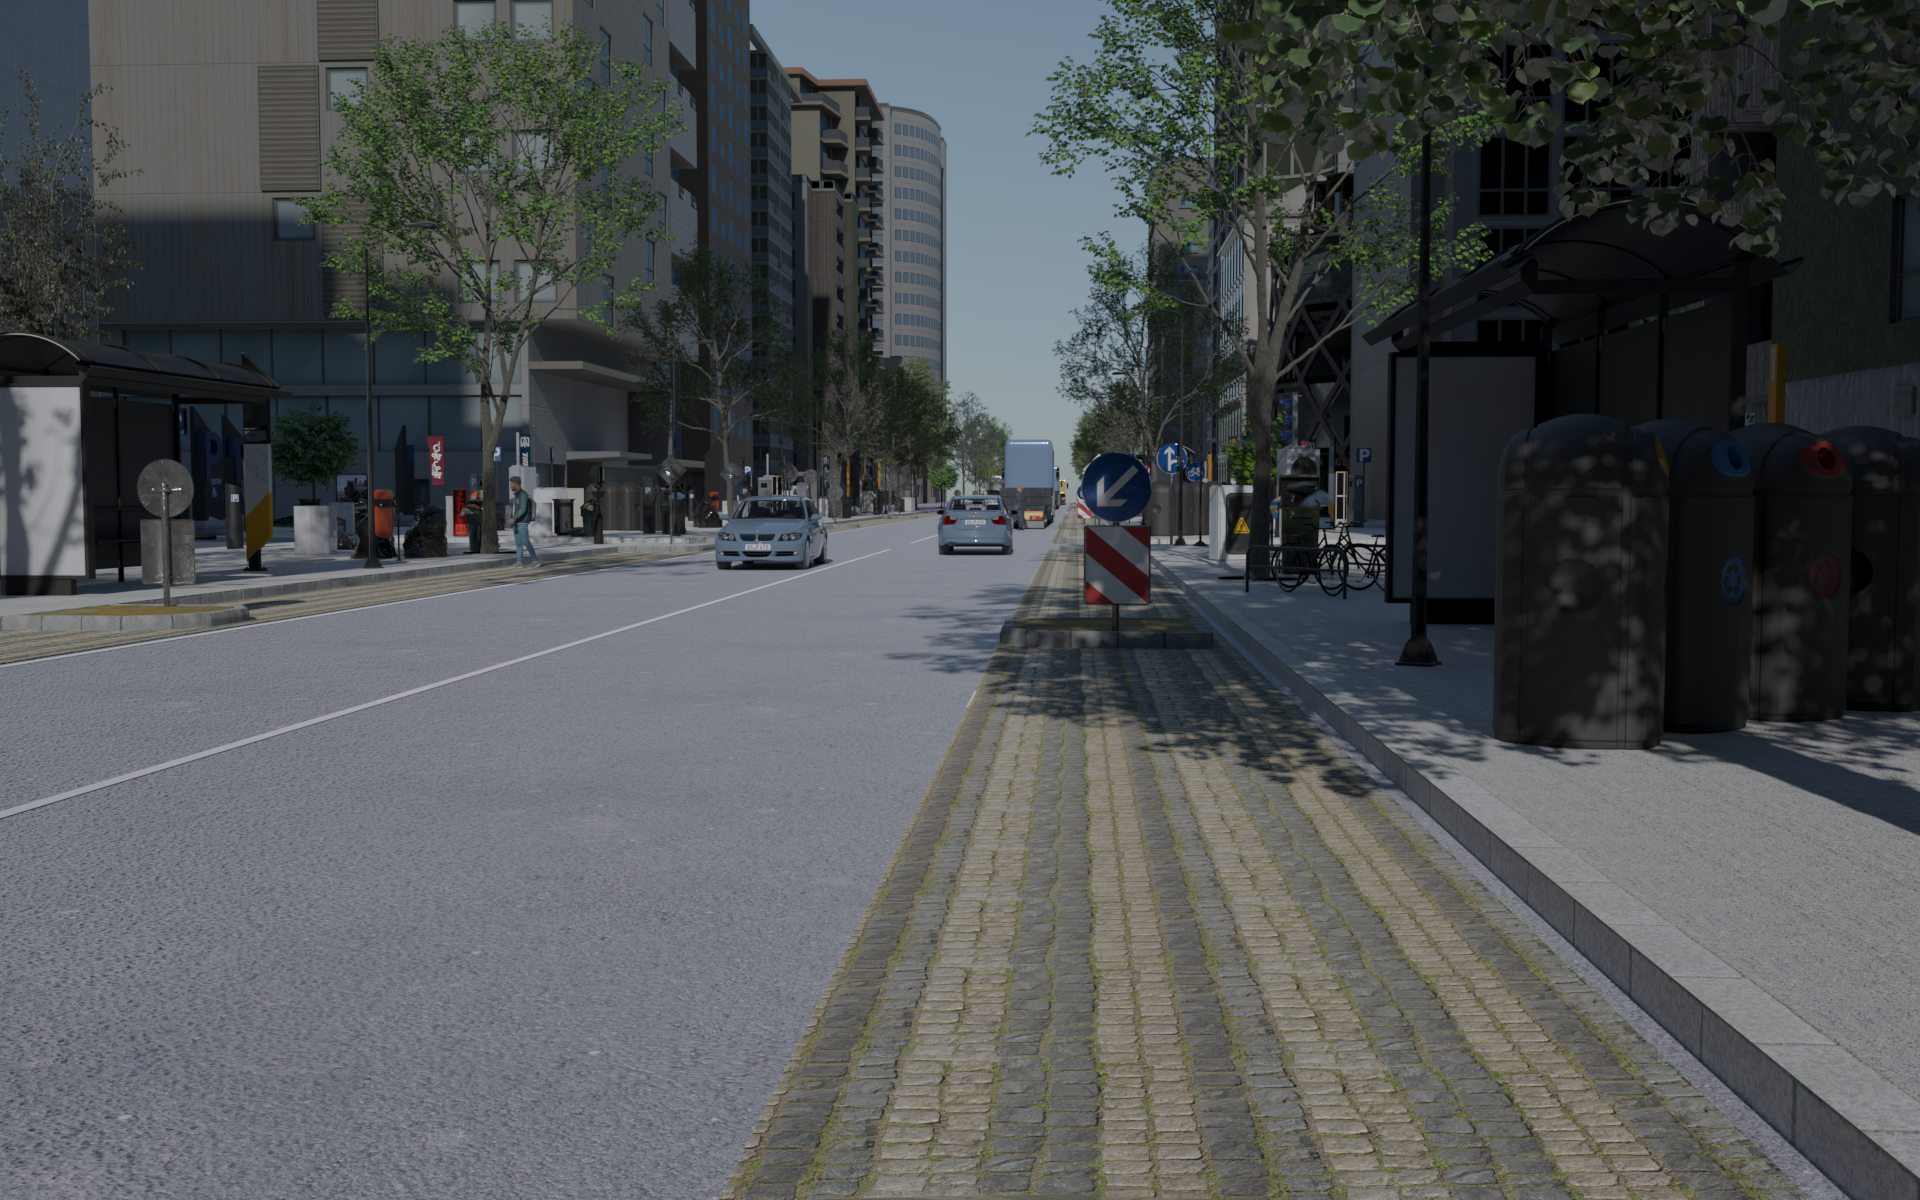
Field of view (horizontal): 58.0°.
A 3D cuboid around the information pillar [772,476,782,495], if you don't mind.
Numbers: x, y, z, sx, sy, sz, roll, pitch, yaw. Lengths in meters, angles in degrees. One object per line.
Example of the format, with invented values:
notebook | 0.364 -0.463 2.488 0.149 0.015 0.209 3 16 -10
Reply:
information pillar | -7.380 -4.005 69.971 0.304 2.012 0.304 3 5 41

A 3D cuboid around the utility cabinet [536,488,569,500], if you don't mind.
utility cabinet | -13.872 -3.045 58.472 1.173 1.500 0.318 1 4 21

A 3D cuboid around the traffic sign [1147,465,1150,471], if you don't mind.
traffic sign | 8.537 -4.777 78.113 0.884 2.594 0.081 1 4 11

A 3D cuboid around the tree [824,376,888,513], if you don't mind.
tree | -6.292 -9.591 107.179 4.360 8.622 3.978 0 3 0

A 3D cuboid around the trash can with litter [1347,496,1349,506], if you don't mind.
trash can with litter | 20.019 -4.772 89.403 0.624 1.170 1.055 2 4 28

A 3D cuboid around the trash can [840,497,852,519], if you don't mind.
trash can | -5.983 -4.847 90.900 0.748 1.137 0.748 0 3 0

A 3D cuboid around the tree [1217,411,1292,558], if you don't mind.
tree | 5.953 -2.485 35.233 1.663 3.219 1.824 0 3 0

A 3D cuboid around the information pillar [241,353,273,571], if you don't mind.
information pillar | -11.675 -2.288 28.760 0.504 3.616 0.183 1 4 16

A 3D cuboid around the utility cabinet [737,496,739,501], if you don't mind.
utility cabinet | -12.205 -5.291 97.665 0.306 1.237 1.020 1 4 22

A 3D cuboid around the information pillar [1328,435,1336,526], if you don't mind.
information pillar | 14.928 -4.776 69.440 0.183 3.616 0.504 -1 4 -13

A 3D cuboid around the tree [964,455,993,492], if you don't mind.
tree | 2.439 -17.448 235.641 4.360 8.622 3.978 0 3 0

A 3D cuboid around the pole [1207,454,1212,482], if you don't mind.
pole | 12.759 -5.797 88.619 0.158 3.312 0.155 0 3 0

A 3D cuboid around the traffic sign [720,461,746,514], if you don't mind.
traffic sign | -6.780 -2.944 51.780 0.795 2.450 0.064 0 4 4

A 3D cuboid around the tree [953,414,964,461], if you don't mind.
tree | -3.304 -12.186 133.658 8.767 10.594 7.601 2 4 29

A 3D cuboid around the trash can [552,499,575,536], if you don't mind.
trash can | -12.264 -2.566 53.608 0.748 1.137 0.748 0 3 0

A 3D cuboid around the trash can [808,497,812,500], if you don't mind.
trash can | -7.833 -4.644 87.578 0.748 1.137 0.748 0 3 0

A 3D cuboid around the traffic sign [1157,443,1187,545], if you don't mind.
traffic sign | 5.330 -2.659 43.583 0.768 2.556 0.104 1 4 9

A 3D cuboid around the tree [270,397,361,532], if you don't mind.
tree | -21.970 -4.586 58.701 4.285 4.588 4.351 0 3 0

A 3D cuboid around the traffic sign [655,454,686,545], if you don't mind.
traffic sign | -7.312 -2.457 43.813 0.795 2.450 0.064 0 4 4

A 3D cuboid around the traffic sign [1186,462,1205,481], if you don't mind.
traffic sign | 9.341 -4.197 68.732 0.768 2.556 0.104 1 4 13

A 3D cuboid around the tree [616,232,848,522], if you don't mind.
tree | -8.562 -7.820 62.268 7.601 10.594 8.767 0 4 5

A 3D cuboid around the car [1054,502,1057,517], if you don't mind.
car | 5.079 -5.861 108.401 1.945 1.354 3.894 0 4 3

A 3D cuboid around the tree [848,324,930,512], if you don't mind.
tree | -6.609 -9.694 92.910 8.767 10.594 7.601 -1 4 -9

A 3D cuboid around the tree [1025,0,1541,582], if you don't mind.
tree | 4.516 -6.091 25.351 9.928 11.665 9.643 0 3 0

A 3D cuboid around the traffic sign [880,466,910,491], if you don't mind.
traffic sign | -4.765 -8.087 126.102 2.265 3.308 0.079 1 4 9

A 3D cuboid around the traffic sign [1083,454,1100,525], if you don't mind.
traffic sign | 3.457 -2.412 43.076 0.795 2.450 0.064 0 4 4

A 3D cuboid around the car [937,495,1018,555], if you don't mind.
car | 0.410 -1.837 42.033 2.014 1.417 4.499 0 4 2

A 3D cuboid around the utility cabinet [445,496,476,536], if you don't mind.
utility cabinet | -15.138 -2.532 52.566 1.020 1.237 0.306 2 4 32

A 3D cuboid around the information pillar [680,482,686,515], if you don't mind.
information pillar | -17.197 -6.301 107.515 0.304 2.012 0.304 0 4 8

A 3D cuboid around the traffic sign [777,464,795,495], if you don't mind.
traffic sign | -7.288 -4.425 72.451 0.768 2.556 0.104 1 4 9

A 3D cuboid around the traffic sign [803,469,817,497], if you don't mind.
traffic sign | -7.624 -5.398 88.366 0.768 2.556 0.104 0 4 6

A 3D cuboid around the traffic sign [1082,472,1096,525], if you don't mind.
traffic sign | 3.989 -2.899 51.044 0.795 2.450 0.064 0 4 4

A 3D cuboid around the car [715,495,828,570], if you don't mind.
car | -3.675 -1.365 34.325 2.014 1.417 4.499 0 4 3

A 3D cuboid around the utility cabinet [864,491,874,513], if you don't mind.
utility cabinet | -6.068 -6.544 115.667 0.318 1.500 1.173 -2 4 -32

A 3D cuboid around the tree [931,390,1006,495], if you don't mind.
tree | 0.567 -17.858 202.348 12.009 13.543 11.850 0 3 0

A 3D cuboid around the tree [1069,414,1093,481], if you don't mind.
tree | 18.380 -19.648 239.364 7.486 12.596 7.792 0 3 0

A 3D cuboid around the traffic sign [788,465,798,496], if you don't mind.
traffic sign | -7.456 -4.622 75.678 0.768 2.556 0.104 1 4 13

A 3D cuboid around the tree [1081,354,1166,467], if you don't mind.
tree | 8.746 -8.554 90.228 4.360 8.622 3.978 0 3 0

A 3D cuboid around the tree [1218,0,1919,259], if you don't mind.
tree | 3.664 -5.967 4.224 9.857 13.997 8.962 0 3 0

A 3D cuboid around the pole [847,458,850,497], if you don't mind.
pole | -6.353 -6.401 98.503 0.158 3.312 0.155 0 3 0

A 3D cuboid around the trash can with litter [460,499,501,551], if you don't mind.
trash can with litter | -10.746 -1.682 38.885 0.624 1.170 1.055 0 4 6

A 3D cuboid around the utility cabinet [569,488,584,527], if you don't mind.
utility cabinet | -14.963 -3.509 66.043 1.173 1.500 0.318 -2 4 -28

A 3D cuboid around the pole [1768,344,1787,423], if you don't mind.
pole | 11.134 -1.824 23.661 0.158 3.312 0.155 0 3 0

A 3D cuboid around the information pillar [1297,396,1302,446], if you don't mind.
information pillar | 7.997 -3.065 41.470 0.183 3.616 0.504 -2 4 -24

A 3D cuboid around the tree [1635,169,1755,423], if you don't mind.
tree | 16.414 -5.317 37.289 4.737 8.622 4.395 0 3 0

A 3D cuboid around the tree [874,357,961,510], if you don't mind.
tree | -3.700 -13.754 143.001 7.486 12.596 7.792 0 3 0

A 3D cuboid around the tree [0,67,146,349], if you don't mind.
tree | -15.678 -4.823 29.223 4.360 8.622 3.978 0 3 0

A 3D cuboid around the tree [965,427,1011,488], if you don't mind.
tree | 5.490 -22.471 284.409 9.611 12.733 9.660 0 3 0

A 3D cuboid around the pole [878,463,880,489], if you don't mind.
pole | -5.215 -7.222 111.917 0.158 3.312 0.155 0 3 0

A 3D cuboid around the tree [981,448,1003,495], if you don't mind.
tree | 3.881 -18.283 249.295 4.737 8.622 4.395 0 3 0

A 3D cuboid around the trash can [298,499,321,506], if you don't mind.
trash can | -20.776 -2.673 55.364 0.748 1.137 0.748 0 3 0

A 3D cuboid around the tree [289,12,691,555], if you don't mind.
tree | -9.958 -6.802 36.973 9.928 11.665 9.643 0 3 0

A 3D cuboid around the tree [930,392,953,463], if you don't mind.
tree | -4.595 -11.377 120.422 7.601 10.594 8.767 0 4 -2

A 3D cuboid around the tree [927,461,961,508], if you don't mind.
tree | -1.571 -11.047 164.328 4.285 4.588 4.351 0 3 0

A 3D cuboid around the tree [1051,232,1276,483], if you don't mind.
tree | 7.014 -7.744 61.027 8.767 10.594 7.601 1 4 17

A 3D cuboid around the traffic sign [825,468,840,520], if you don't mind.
traffic sign | -6.292 -5.228 85.583 0.768 2.556 0.104 0 4 8

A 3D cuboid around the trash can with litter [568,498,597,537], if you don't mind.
trash can with litter | -11.304 -2.481 51.952 1.055 1.170 0.624 2 4 25
